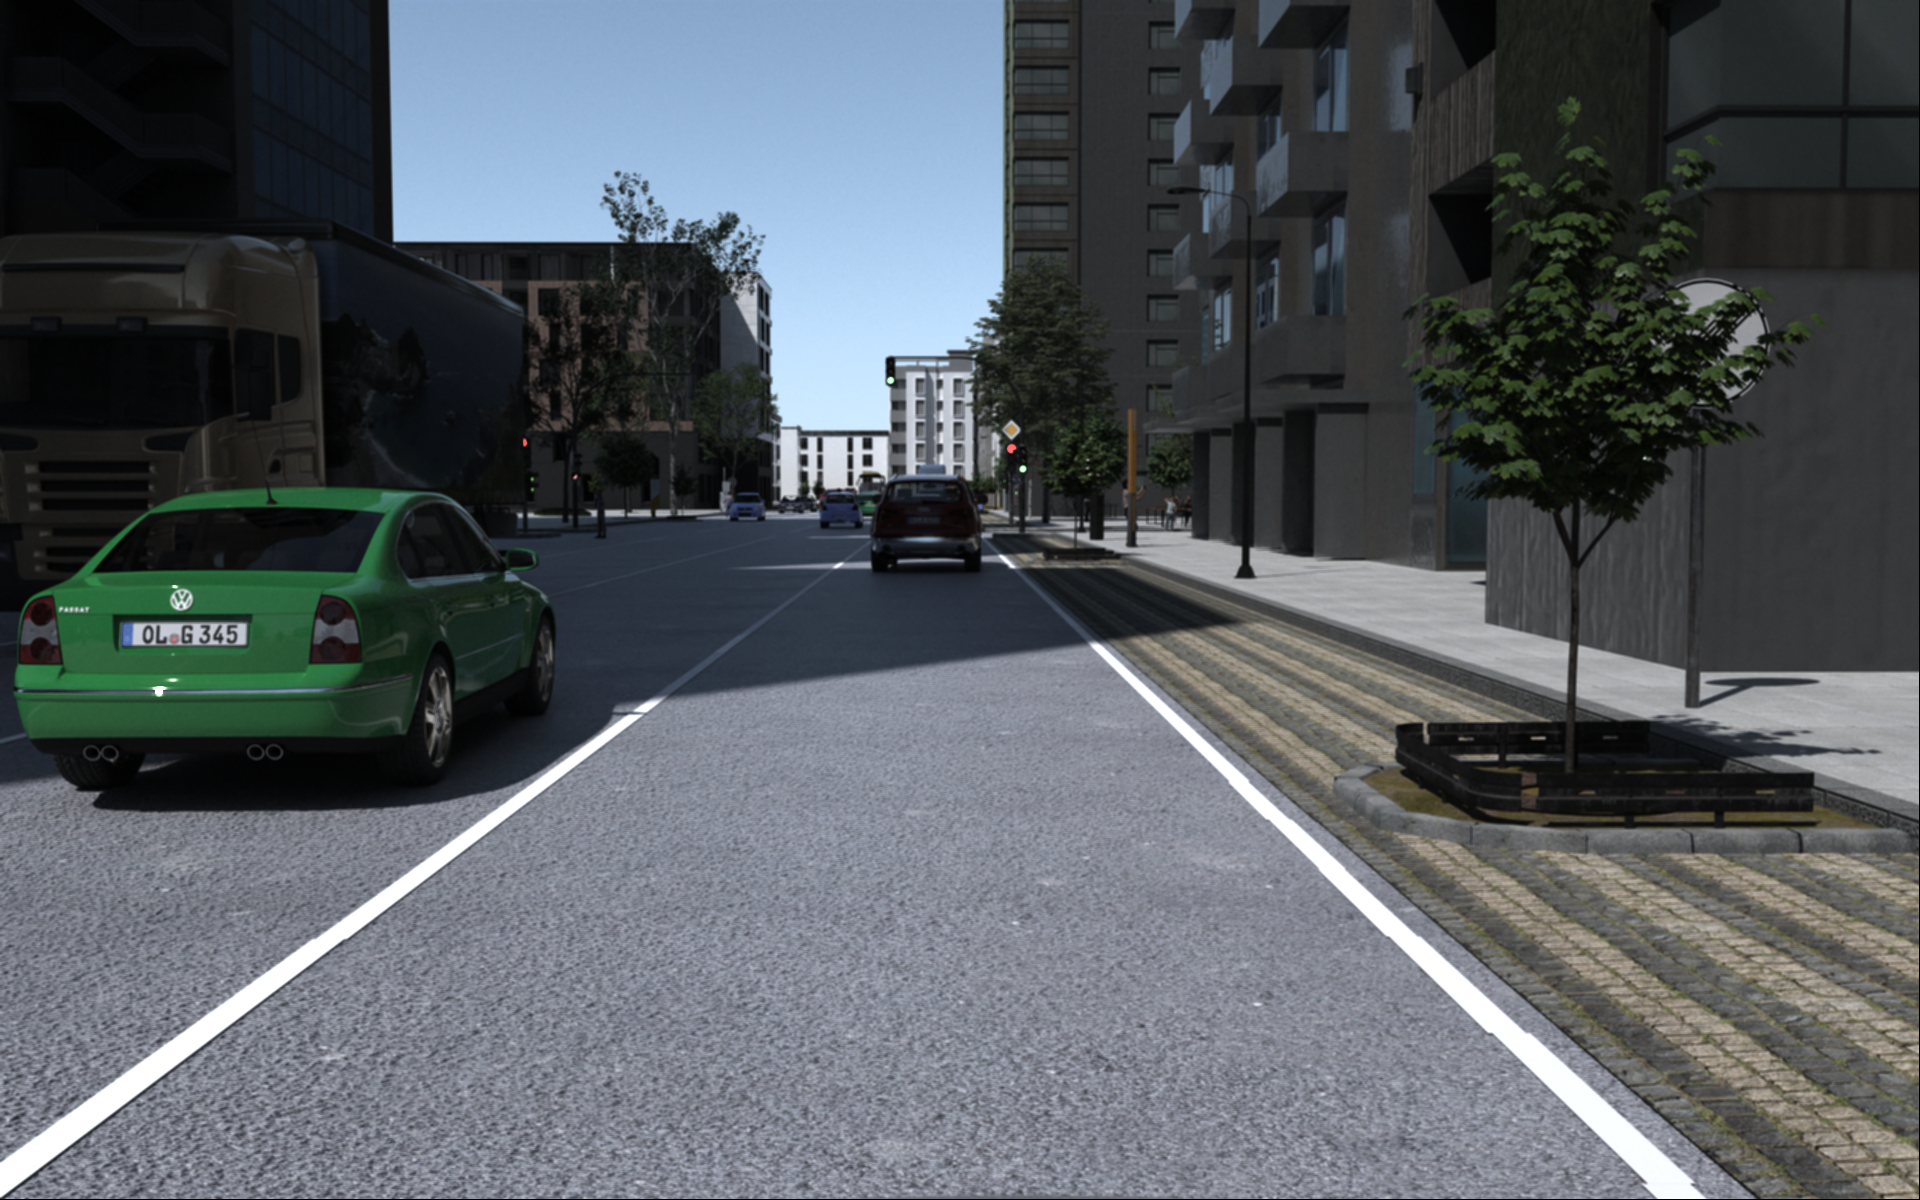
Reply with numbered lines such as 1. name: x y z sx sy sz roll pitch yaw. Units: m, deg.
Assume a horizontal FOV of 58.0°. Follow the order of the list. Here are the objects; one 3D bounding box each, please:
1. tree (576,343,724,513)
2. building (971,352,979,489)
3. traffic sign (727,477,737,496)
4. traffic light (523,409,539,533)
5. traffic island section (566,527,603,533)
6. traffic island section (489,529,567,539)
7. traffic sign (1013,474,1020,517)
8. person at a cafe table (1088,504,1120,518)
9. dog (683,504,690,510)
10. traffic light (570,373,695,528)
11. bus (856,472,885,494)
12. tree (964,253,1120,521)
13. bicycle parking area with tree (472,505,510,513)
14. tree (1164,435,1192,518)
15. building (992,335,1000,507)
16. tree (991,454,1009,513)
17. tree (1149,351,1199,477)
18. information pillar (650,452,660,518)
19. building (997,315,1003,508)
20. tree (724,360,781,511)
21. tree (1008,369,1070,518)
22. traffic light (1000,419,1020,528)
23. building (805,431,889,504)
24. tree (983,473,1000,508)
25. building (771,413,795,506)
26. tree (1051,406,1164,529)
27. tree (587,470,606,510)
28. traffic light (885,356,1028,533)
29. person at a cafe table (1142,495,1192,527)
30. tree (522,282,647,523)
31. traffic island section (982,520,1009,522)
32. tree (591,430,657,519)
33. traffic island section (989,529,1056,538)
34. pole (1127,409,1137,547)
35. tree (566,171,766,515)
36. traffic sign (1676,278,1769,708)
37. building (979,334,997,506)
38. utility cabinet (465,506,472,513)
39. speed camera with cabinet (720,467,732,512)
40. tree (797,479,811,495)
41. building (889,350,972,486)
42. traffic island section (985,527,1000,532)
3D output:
1. tree: -22.529 -11.769 118.185 9.928 11.665 9.643 0 3 0
2. building: 7.629 -23.032 232.990 11.380 20.091 16.016 0 4 -1
3. traffic sign: -17.069 -7.921 129.620 0.768 2.556 0.104 0 4 6
4. traffic light: -14.328 -4.167 57.057 0.839 4.253 0.868 0 4 -1
5. traffic island section: -14.481 -2.624 65.176 2.009 0.180 2.903 0 4 -1
6. traffic island section: -14.369 -2.135 57.191 2.009 0.180 2.903 0 4 -1
7. traffic sign: 3.204 -5.873 96.132 0.768 2.556 0.104 0 4 3
8. person at a cafe table: 7.606 -5.196 93.474 1.622 1.524 1.698 -1 4 -11
9. dog: -21.999 -7.468 138.940 0.406 0.507 0.540 2 4 30
10. traffic light: -12.351 -5.531 65.106 4.771 5.953 1.251 0 4 -1
11. bus: -9.801 -12.334 193.204 2.896 3.916 12.252 0 4 0
12. tree: 3.682 -10.035 82.205 7.486 12.596 7.792 0 3 0
13. bicycle parking area with tree: -25.899 -5.993 84.981 9.016 4.147 8.231 0 4 7
14. tree: 11.625 -6.797 94.850 4.285 4.588 4.351 0 3 0
15. building: 11.375 -19.717 178.797 16.016 20.091 11.380 0 4 -1
16. tree: 3.839 -8.394 120.963 4.285 4.588 4.351 0 3 0
17. tree: 11.823 -8.447 88.465 4.737 8.622 4.395 0 3 0
18. information pillar: -16.695 -6.322 94.718 0.504 3.616 0.183 -1 4 -17
19. building: 12.537 -17.798 157.456 16.747 18.905 31.486 0 4 -1
20. tree: -17.433 -12.729 133.876 9.928 11.665 9.643 0 3 0
21. tree: 3.849 -8.723 92.986 4.360 8.622 3.978 0 3 0
22. traffic light: 1.918 -4.671 65.288 0.839 4.253 0.868 0 4 -1
23. building: -23.486 -17.582 229.610 28.070 9.664 9.099 0 4 -1
24. tree: 2.786 -9.944 157.180 1.663 3.219 1.824 0 3 0
25. building: -23.914 -15.067 188.496 9.099 9.664 28.070 0 4 -1
26. tree: 5.106 -4.968 64.938 4.285 4.588 4.351 0 3 0
27. tree: -29.067 -8.825 138.888 1.663 3.219 1.824 0 3 0
28. traffic light: -0.059 -5.044 57.132 4.771 5.953 1.251 0 4 -1
29. person at a cafe table: 8.859 -3.856 73.905 1.726 1.238 1.698 -1 4 -13
30. tree: -17.749 -8.724 77.049 8.767 10.594 7.601 0 4 3
31. traffic island section: 1.606 -4.112 90.093 1.991 0.108 1.994 0 4 -1
32. tree: -17.338 -6.481 89.670 4.285 4.588 4.351 0 3 0
33. traffic island section: 2.071 -2.149 57.418 2.009 0.180 2.903 0 4 -1
34. pole: 4.134 -2.921 41.601 0.158 3.312 0.155 0 3 0
35. tree: -18.836 -15.198 104.369 12.611 20.169 13.585 0 3 0
36. traffic sign: 4.400 -0.625 10.331 0.768 2.556 0.104 0 4 1
37. building: 10.931 -20.414 200.223 16.747 18.905 31.486 0 4 -1
38. utility cabinet: -15.911 -2.701 55.328 0.306 1.237 1.020 0 4 8
39. speed camera with cabinet: -17.100 -8.077 126.401 0.660 3.252 2.038 0 4 1
40. tree: -18.508 -13.090 208.628 1.663 3.219 1.824 0 3 0
41. building: -3.817 -23.057 233.397 11.380 20.091 16.016 0 4 -1
42. traffic island section: 1.958 -2.637 65.402 2.009 0.180 2.903 0 4 -1
